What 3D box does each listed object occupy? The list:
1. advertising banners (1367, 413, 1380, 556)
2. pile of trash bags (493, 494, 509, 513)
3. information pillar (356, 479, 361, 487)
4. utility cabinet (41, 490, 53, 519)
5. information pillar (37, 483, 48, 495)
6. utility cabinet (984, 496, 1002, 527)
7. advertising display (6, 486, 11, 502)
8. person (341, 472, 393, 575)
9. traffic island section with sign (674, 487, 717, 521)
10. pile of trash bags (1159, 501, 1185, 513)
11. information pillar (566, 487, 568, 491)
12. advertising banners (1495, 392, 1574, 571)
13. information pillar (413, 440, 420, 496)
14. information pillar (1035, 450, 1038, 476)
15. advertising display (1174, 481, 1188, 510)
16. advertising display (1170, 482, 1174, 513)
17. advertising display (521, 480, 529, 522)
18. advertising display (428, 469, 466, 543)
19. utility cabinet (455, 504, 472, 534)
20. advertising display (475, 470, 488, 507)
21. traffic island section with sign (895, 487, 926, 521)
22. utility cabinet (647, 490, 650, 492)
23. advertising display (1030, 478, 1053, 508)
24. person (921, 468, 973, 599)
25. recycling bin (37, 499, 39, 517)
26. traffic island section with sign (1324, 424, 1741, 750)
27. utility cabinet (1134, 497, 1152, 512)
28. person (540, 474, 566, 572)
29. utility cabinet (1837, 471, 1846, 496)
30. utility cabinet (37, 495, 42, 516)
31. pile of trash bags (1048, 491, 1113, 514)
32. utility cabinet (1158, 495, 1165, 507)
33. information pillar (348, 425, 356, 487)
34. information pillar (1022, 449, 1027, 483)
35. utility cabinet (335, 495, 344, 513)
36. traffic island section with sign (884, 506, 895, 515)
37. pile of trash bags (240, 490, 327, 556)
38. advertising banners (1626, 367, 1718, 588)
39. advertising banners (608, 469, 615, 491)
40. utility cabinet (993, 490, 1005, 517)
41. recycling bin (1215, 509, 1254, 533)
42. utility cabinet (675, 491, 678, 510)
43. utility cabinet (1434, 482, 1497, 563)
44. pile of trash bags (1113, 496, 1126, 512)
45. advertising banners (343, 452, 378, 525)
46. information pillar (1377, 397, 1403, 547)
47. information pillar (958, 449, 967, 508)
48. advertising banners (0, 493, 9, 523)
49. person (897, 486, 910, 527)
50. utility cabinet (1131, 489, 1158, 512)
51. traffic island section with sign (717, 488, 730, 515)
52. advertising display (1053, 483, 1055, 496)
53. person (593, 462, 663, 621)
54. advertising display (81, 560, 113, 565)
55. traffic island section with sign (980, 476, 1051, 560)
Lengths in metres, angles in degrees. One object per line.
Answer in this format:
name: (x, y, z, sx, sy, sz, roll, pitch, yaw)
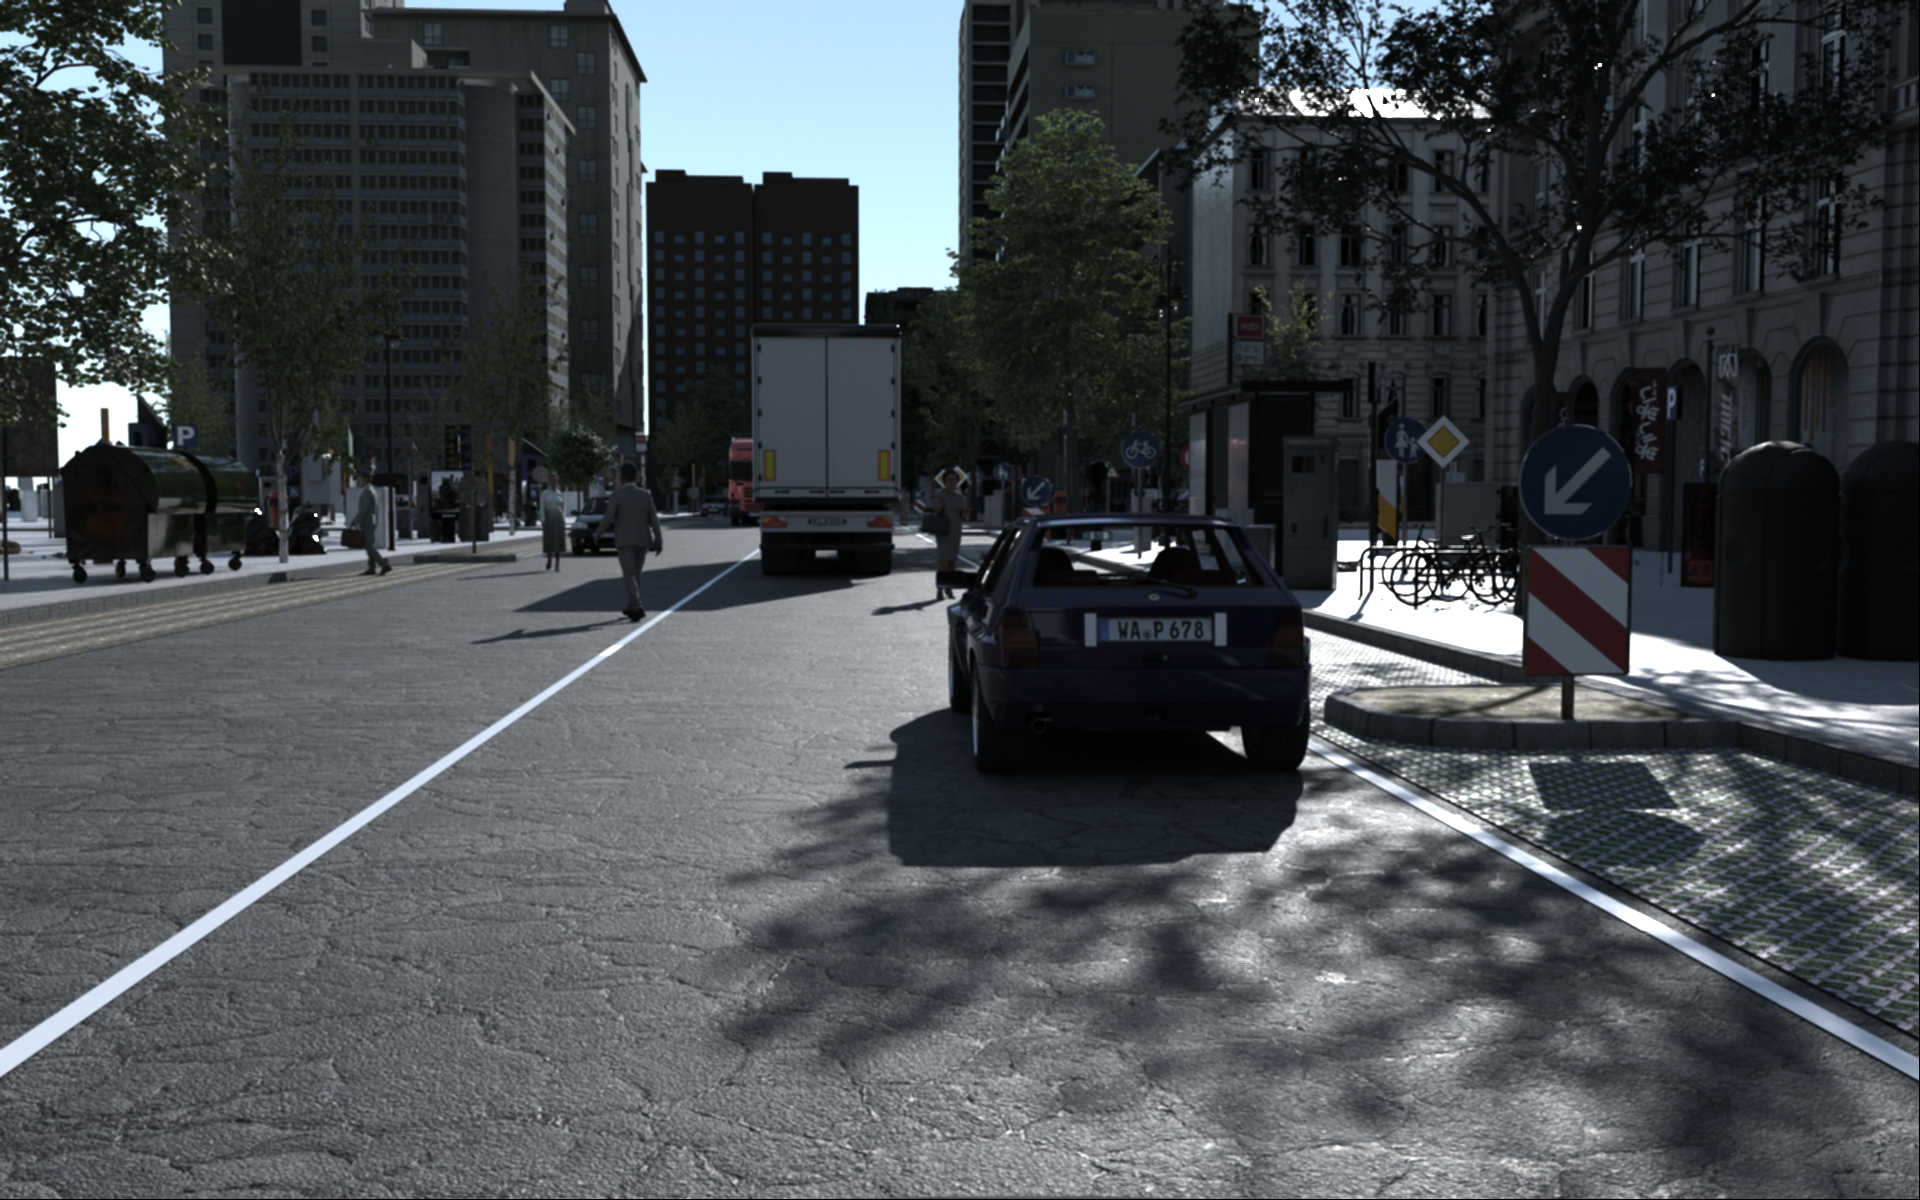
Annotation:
advertising banners: (8.798, -2.490, 36.898, 0.090, 3.025, 2.074, 0, 4, 8)
pile of trash bags: (-32.397, -6.832, 121.459, 1.912, 1.369, 3.447, -3, 4, -37)
information pillar: (-27.278, -4.545, 78.810, 0.304, 2.012, 0.304, 2, 4, 35)
utility cabinet: (-46.836, -4.949, 89.595, 1.173, 1.500, 0.318, -3, 4, -38)
information pillar: (-63.204, -7.025, 119.348, 0.304, 2.012, 0.304, -2, 4, -32)
utility cabinet: (1.294, -3.482, 68.089, 0.306, 1.237, 1.020, 2, 4, 27)
advertising display: (-73.006, -7.766, 132.193, 0.974, 1.923, 0.123, -2, 4, -34)
person: (-10.421, -1.334, 30.432, 0.853, 1.813, 0.709, -1, 4, -14)
traffic island section with sign: (-14.142, -5.109, 92.156, 1.989, 1.847, 2.006, 0, 4, -4)
pile of trash bags: (7.614, -2.684, 53.640, 3.447, 1.369, 1.912, -2, 4, -35)
information pillar: (-24.904, -7.236, 109.669, 0.183, 3.616, 0.504, -1, 4, -17)
advertising banners: (9.744, -2.025, 29.292, 2.074, 3.025, 0.090, -3, 4, -37)
information pillar: (-23.412, -5.094, 74.634, 0.183, 3.616, 0.504, -3, 5, -45)
information pillar: (4.105, -6.226, 93.145, 0.183, 3.616, 0.504, 1, 4, 9)
advertising display: (11.277, -5.009, 87.108, 0.123, 1.923, 0.974, -3, 5, -40)
advertising display: (11.367, -5.383, 93.232, 0.123, 1.923, 0.974, 2, 4, 30)
advertising display: (-19.908, -4.534, 79.348, 0.123, 1.923, 0.974, -2, 4, -28)
advertising display: (-13.434, -2.457, 45.381, 0.974, 1.923, 0.123, -3, 5, -39)
utility cabinet: (-15.941, -2.757, 56.238, 1.020, 1.237, 0.306, 0, 4, -2)
advertising display: (-12.928, -2.545, 46.825, 0.123, 1.923, 0.974, 0, 4, -2)
traffic island section with sign: (-2.328, -5.187, 93.432, 1.989, 1.847, 2.006, 0, 4, -4)
utility cabinet: (-18.148, -5.466, 98.053, 1.173, 1.500, 0.318, 0, 4, 6)
advertising display: (3.246, -3.959, 69.936, 0.974, 1.923, 0.123, 3, 5, 41)
person: (-0.186, -0.901, 23.587, 0.716, 1.782, 0.532, -2, 4, -29)
recycling bin: (-51.939, -5.147, 96.704, 0.722, 1.027, 0.722, -3, 5, -40)
traffic island section with sign: (3.334, -0.120, 10.597, 1.989, 1.847, 2.006, 0, 4, -4)
utility cabinet: (4.201, -1.748, 39.740, 0.306, 1.237, 1.020, 0, 4, -2)
person: (-7.577, -1.434, 32.178, 0.478, 1.798, 0.641, -1, 4, -19)
utility cabinet: (8.161, -0.513, 17.062, 0.318, 1.500, 1.173, -1, 4, -17)
utility cabinet: (-53.215, -5.422, 99.812, 1.020, 1.237, 0.306, 2, 4, 31)
pile of trash bags: (3.090, -2.404, 49.063, 1.912, 1.369, 3.447, 1, 4, 12)
utility cabinet: (10.118, -4.740, 88.658, 0.306, 1.237, 1.020, -3, 4, -38)
information pillar: (-20.638, -4.128, 58.854, 0.183, 3.616, 0.504, -3, 4, -36)
information pillar: (3.327, -5.996, 89.382, 0.183, 3.616, 0.504, -1, 4, -21)
utility cabinet: (-42.050, -6.526, 117.854, 1.020, 1.237, 0.306, 1, 4, 17)
traffic island section with sign: (-4.156, -6.832, 120.325, 1.989, 1.847, 2.006, 0, 4, -4)
pile of trash bags: (-14.826, -1.705, 37.635, 1.912, 1.369, 3.447, -1, 4, -22)
advertising banners: (10.209, -1.685, 23.744, 2.074, 3.025, 0.090, 1, 4, 21)
advertising banners: (-18.161, -5.955, 93.549, 2.074, 3.025, 0.090, 0, 4, 7)
utility cabinet: (2.409, -5.242, 94.381, 1.173, 1.500, 0.318, 0, 4, 4)
recycling bin: (4.824, -1.063, 29.937, 0.722, 1.027, 0.722, 0, 4, -3)
utility cabinet: (-21.873, -7.703, 134.627, 0.318, 1.500, 1.173, -2, 4, -31)
utility cabinet: (9.391, -1.437, 32.180, 1.173, 1.500, 0.318, -1, 4, -22)
pile of trash bags: (8.146, -5.501, 99.688, 1.912, 1.369, 3.447, -2, 4, -30)
advertising banners: (-24.492, -4.567, 70.850, 0.090, 3.025, 2.074, 1, 4, 22)
information pillar: (10.275, -3.075, 41.639, 0.504, 3.616, 0.183, 0, 4, -7)
information pillar: (0.130, -6.004, 89.521, 0.504, 3.616, 0.183, -1, 4, -18)
advertising banners: (-43.259, -4.916, 76.559, 2.074, 3.025, 0.090, -2, 4, -25)
person: (-2.554, -4.115, 76.139, 0.532, 1.782, 0.716, -3, 5, -42)
utility cabinet: (7.600, -3.831, 71.314, 1.173, 1.500, 0.318, 3, 5, 44)
traffic island section with sign: (-15.965, -6.754, 119.050, 1.989, 1.847, 2.006, 0, 4, -4)
advertising display: (4.955, -5.709, 98.559, 0.974, 1.923, 0.123, -2, 4, -32)
person: (-3.755, -0.671, 19.753, 0.678, 1.792, 0.850, -2, 4, -35)
advertising display: (-15.721, -1.621, 31.725, 0.123, 1.923, 0.974, 1, 4, 21)
traffic island section with sign: (1.468, -1.785, 37.815, 1.989, 1.847, 2.006, 0, 4, -4)
